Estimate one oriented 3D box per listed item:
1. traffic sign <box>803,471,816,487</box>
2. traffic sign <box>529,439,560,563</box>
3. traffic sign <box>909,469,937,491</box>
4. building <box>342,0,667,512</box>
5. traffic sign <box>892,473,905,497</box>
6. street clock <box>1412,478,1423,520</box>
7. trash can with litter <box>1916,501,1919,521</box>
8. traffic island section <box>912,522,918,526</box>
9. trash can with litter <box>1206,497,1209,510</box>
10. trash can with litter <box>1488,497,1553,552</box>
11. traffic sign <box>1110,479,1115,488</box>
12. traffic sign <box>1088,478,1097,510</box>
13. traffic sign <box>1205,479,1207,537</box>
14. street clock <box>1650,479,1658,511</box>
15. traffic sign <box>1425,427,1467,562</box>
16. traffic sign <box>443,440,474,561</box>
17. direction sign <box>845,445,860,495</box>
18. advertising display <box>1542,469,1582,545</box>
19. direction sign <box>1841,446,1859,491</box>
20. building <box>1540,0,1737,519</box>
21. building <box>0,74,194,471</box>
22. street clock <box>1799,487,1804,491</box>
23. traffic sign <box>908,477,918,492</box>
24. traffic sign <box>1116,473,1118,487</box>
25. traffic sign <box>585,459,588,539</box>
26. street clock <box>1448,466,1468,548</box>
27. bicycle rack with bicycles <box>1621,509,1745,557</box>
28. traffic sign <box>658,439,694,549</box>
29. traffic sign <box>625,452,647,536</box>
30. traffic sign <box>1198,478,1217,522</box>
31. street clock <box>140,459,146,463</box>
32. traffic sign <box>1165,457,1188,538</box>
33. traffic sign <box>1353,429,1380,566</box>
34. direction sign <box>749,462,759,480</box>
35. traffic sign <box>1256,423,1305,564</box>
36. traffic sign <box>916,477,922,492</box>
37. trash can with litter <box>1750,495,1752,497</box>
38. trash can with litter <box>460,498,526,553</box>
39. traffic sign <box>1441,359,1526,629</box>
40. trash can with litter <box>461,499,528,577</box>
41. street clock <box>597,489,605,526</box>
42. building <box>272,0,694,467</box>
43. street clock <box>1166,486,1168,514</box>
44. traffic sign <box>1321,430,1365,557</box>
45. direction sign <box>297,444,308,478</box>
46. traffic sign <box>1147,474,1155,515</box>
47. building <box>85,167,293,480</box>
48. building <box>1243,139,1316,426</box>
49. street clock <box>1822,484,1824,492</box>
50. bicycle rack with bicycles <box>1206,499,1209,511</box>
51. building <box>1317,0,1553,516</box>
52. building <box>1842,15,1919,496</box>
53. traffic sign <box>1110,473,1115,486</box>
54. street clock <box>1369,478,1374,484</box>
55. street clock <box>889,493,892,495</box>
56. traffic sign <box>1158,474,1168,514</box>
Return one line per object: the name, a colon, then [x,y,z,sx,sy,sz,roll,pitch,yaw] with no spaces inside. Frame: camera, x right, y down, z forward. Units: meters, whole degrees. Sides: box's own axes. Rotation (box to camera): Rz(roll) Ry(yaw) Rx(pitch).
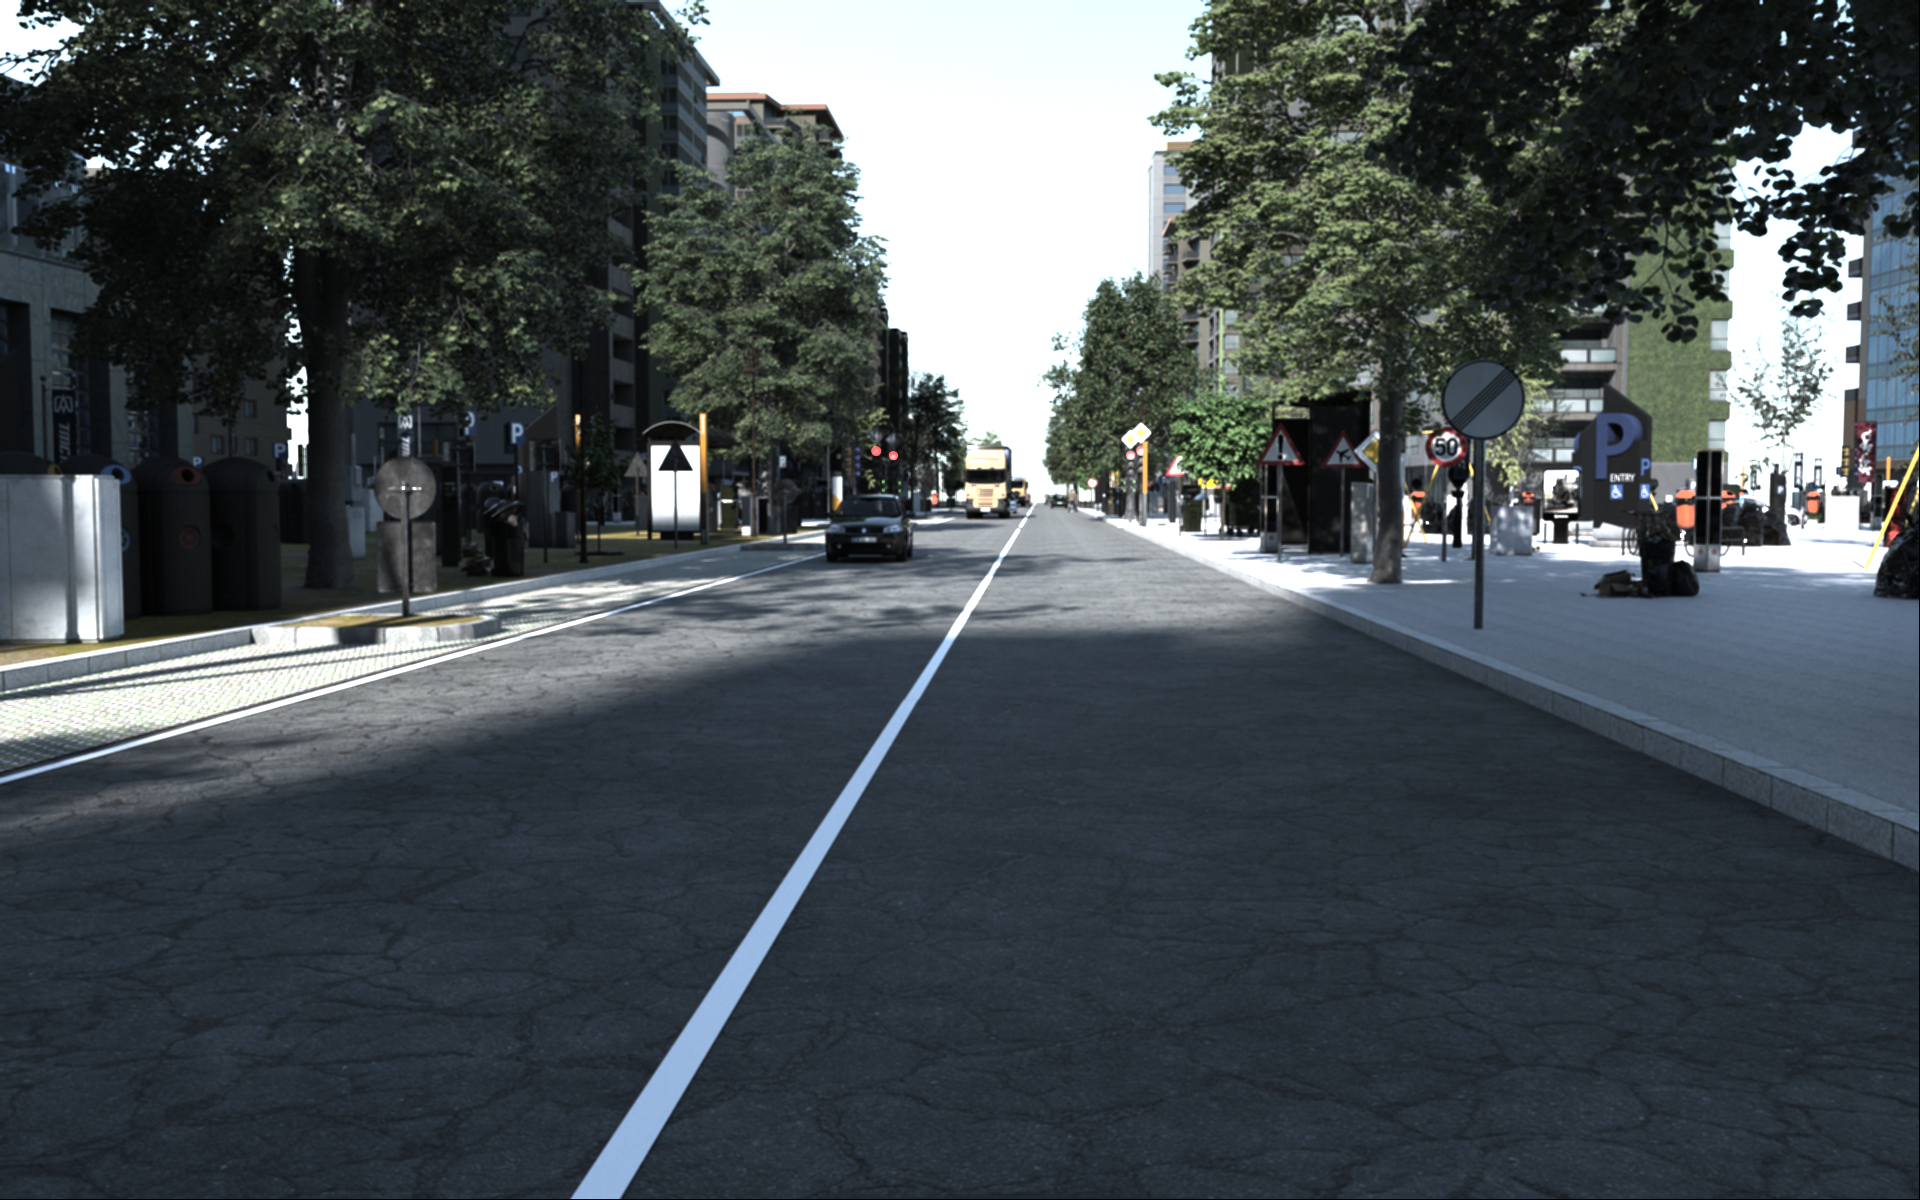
traffic sign: [-8.416,-5.923,96.939,0.768,2.556,0.104,0,4,4]
traffic sign: [-7.703,-1.836,32.149,0.606,2.300,0.079,1,4,10]
traffic sign: [-3.018,-8.956,140.311,2.265,3.308,0.079,1,4,9]
building: [-25.087,-19.945,97.803,14.160,30.474,14.107,0,4,3]
traffic sign: [-3.731,-6.387,104.540,0.768,2.556,0.104,0,4,7]
street clock: [21.020,-4.593,79.661,0.471,2.002,0.358,2,4,27]
trash can with litter: [18.419,-1.300,32.313,2.233,1.210,1.678,-1,4,-23]
traffic island section: [-2.949,-3.345,76.971,2.009,0.180,2.903,0,4,3]
trash can with litter: [19.910,-7.824,139.309,1.055,1.170,0.624,-2,4,-28]
trash can with litter: [12.605,-1.727,39.288,1.678,1.210,2.233,1,4,10]
traffic sign: [12.909,-9.094,148.694,0.884,2.594,0.081,0,4,5]
traffic sign: [10.451,-8.352,136.666,0.768,2.556,0.104,1,4,11]
traffic sign: [7.373,-3.108,51.998,0.795,2.450,0.064,1,4,10]
street clock: [32.541,-4.699,81.396,0.471,2.002,0.358,-2,4,-25]
traffic sign: [9.189,-2.000,32.798,0.768,2.556,0.104,1,4,9]
traffic sign: [-9.538,-1.887,32.977,0.606,2.300,0.079,0,4,5]
direction sign: [-4.959,-5.389,80.105,0.876,3.537,0.379,-3,5,-41]
advertising display: [15.385,-2.390,44.294,0.974,1.923,0.123,3,5,43]
direction sign: [41.718,-5.450,81.097,0.876,3.537,0.379,2,4,30]
building: [32.255,-25.073,93.540,14.086,41.232,14.154,0,4,3]
building: [-41.118,-44.721,43.855,31.000,86.520,22.319,0,4,3]
street clock: [71.985,-8.789,148.265,0.358,2.002,0.471,0,4,2]
traffic sign: [-3.486,-7.864,128.678,0.768,2.556,0.104,1,4,11]
traffic sign: [14.034,-9.209,144.444,2.265,3.308,0.079,0,4,4]
traffic sign: [-10.746,-3.025,49.560,0.768,2.556,0.104,1,4,12]
street clock: [11.855,-2.242,41.235,0.471,2.002,0.358,0,4,6]
bicycle rack with bicycles: [14.810,-1.379,35.922,2.925,0.926,2.852,-3,5,-43]
traffic sign: [-6.678,-2.487,40.669,0.884,2.594,0.081,1,4,10]
traffic sign: [-9.897,-3.250,53.140,0.884,2.594,0.081,1,4,11]
traffic sign: [11.868,-5.153,78.120,2.265,3.308,0.079,1,4,10]
street clock: [-16.571,-1.894,35.536,0.358,2.002,0.471,2,4,24]
traffic sign: [6.492,-3.124,51.079,0.884,2.594,0.081,1,4,11]
traffic sign: [7.366,-1.808,30.754,0.795,2.450,0.064,0,4,5]
direction sign: [-14.376,-7.923,121.543,0.876,3.537,0.379,-2,4,-30]
traffic sign: [5.863,-1.940,31.728,0.884,2.594,0.081,1,4,9]
traffic sign: [-3.360,-8.182,133.777,0.884,2.594,0.081,1,4,8]
trash can with litter: [40.849,-4.812,89.733,1.678,1.210,2.233,2,4,28]
trash can with litter: [-10.640,-1.633,37.757,2.233,1.210,1.678,0,4,-6]
traffic sign: [4.941,-0.998,16.429,0.768,2.556,0.104,1,4,12]
trash can with litter: [-7.295,-0.959,27.064,1.055,1.170,0.624,1,4,13]
street clock: [-14.536,-4.017,70.241,0.358,2.002,0.471,-2,4,-24]
building: [-32.726,-27.018,133.618,32.217,40.220,23.993,0,4,3]
street clock: [13.499,-6.570,111.989,0.358,2.002,0.471,2,4,35]
traffic sign: [7.804,-2.162,35.355,0.884,2.594,0.081,0,4,5]
direction sign: [-29.584,-5.276,78.266,0.876,3.537,0.379,2,4,27]
traffic sign: [11.787,-6.592,107.893,0.768,2.556,0.104,0,4,6]
building: [-61.606,-16.037,107.245,28.899,21.520,27.650,0,4,3]
building: [31.666,-22.729,143.315,14.160,30.474,14.107,0,4,3]
street clock: [62.755,-7.410,125.722,0.471,2.002,0.358,-2,4,-35]
bicycle rack with bicycles: [18.273,-6.499,119.639,2.852,0.926,2.925,-1,4,-16]
building: [31.730,-26.747,120.904,14.154,41.232,14.086,0,4,3]
building: [58.817,-27.139,93.838,14.200,45.320,14.600,0,4,3]
traffic sign: [13.413,-9.625,151.249,2.265,3.308,0.079,0,4,3]
street clock: [18.466,-4.511,78.330,0.471,2.002,0.358,1,4,15]
street clock: [-4.371,-6.381,108.892,0.358,2.002,0.471,0,4,-7]
traffic sign: [13.082,-6.786,111.060,0.768,2.556,0.104,1,4,10]
